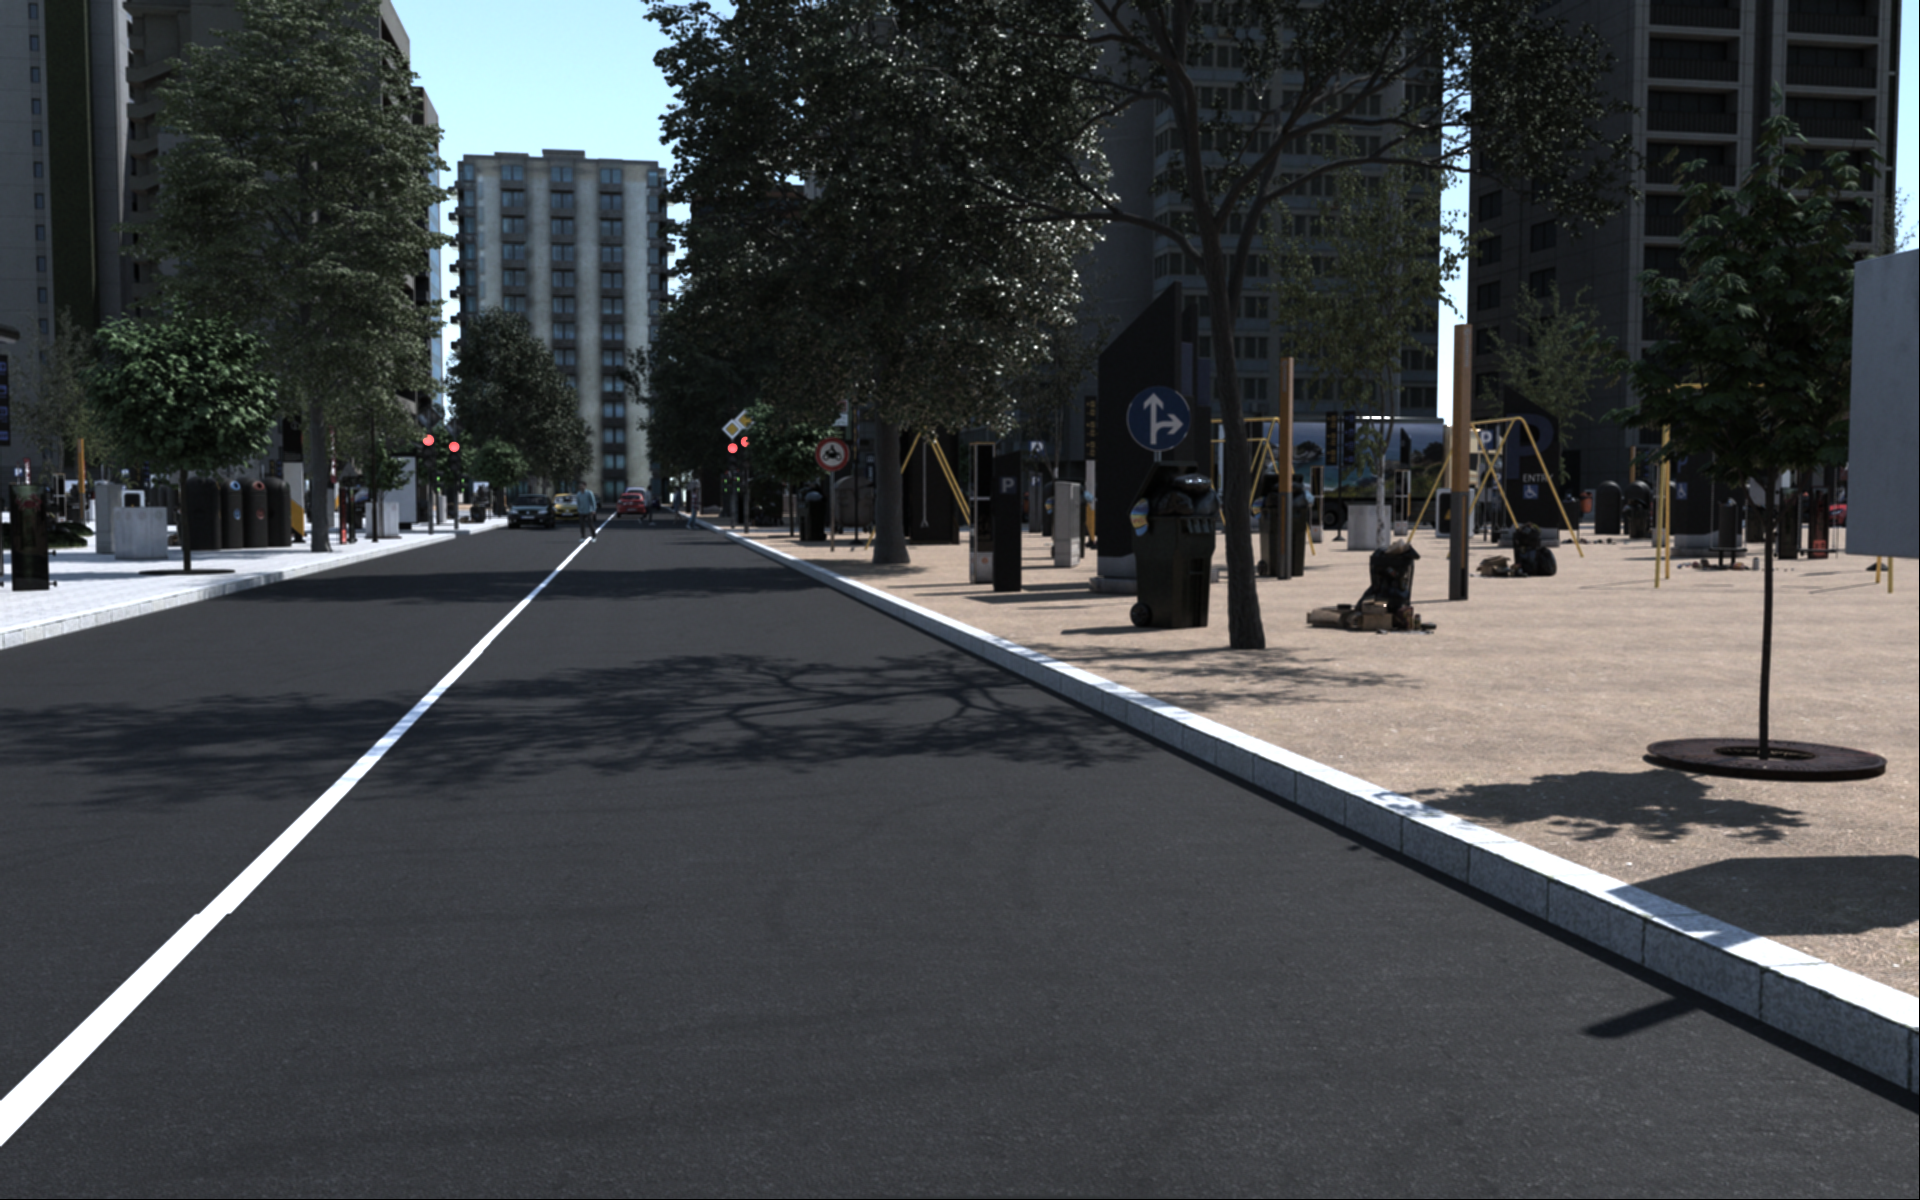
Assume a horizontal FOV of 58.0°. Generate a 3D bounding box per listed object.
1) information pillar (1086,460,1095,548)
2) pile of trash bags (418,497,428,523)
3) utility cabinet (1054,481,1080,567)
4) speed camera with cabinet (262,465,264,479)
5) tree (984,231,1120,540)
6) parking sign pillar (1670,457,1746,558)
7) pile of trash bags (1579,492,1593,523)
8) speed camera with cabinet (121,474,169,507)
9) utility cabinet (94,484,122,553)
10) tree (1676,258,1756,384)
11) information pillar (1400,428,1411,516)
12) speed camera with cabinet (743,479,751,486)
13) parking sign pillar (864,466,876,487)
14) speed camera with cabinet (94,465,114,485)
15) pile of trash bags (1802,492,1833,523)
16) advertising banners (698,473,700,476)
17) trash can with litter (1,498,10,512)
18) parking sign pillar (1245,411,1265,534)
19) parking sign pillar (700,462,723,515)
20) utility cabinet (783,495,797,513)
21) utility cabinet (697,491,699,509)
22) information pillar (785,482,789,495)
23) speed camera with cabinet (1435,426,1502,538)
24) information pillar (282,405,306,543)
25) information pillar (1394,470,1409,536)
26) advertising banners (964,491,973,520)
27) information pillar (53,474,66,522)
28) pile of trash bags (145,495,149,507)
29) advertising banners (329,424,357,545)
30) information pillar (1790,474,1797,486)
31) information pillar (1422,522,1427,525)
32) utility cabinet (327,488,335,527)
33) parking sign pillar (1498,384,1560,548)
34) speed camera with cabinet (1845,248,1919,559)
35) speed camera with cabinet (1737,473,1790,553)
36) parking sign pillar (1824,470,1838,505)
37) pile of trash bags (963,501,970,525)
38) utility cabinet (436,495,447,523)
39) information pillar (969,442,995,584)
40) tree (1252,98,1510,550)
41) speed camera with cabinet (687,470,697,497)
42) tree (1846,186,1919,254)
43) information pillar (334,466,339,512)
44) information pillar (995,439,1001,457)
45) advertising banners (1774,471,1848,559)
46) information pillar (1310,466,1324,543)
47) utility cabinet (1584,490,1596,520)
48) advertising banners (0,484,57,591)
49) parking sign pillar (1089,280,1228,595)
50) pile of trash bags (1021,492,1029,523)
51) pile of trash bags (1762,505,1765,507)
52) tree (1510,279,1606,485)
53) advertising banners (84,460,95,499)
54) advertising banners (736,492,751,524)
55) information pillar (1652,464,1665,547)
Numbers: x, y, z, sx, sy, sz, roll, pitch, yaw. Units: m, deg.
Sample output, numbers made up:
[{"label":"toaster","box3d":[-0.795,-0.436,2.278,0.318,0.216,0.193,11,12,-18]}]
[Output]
[{"label":"information pillar","box3d":[3.140,-3.075,41.626,0.183,3.616,0.504,-1,4,-13]},{"label":"pile of trash bags","box3d":[-24.690,-4.129,77.267,1.912,1.369,3.447,-1,4,-15]},{"label":"utility cabinet","box3d":[1.912,-1.342,30.624,0.318,1.500,1.173,1,4,12]},{"label":"speed camera with cabinet","box3d":[-47.668,-7.529,117.434,0.660,3.252,2.038,-3,5,-40]},{"label":"tree","box3d":[2.454,-5.996,48.403,4.360,8.622,3.978,0,3,0]},{"label":"parking sign pillar","box3d":[15.332,-2.870,35.393,1.447,3.967,1.447,-1,4,-13]},{"label":"pile of trash bags","box3d":[26.560,-4.075,76.373,3.447,1.369,1.912,-2,4,-27]},{"label":"speed camera with cabinet","box3d":[-36.119,-5.033,76.631,2.038,3.252,0.660,-3,5,-40]},{"label":"utility cabinet","box3d":[-18.473,-1.766,37.560,0.318,1.500,1.173,-1,4,-15]},{"label":"tree","box3d":[22.430,-6.088,49.909,4.737,8.622,4.395,0,3,0]},{"label":"information pillar","box3d":[15.642,-4.253,60.890,0.183,3.616,0.504,-2,4,-25]},{"label":"speed camera with cabinet","box3d":[-12.582,-6.981,108.475,2.038,3.252,0.660,1,4,10]},{"label":"parking sign pillar","box3d":[-6.361,-8.256,123.464,1.447,3.967,1.447,-2,4,-30]},{"label":"speed camera with cabinet","box3d":[-64.105,-8.235,128.971,2.038,3.252,0.660,-1,4,-23]},{"label":"pile of trash bags","box3d":[37.818,-4.067,76.246,1.912,1.369,3.447,0,4,-4]},{"label":"advertising banners","box3d":[-20.054,-8.740,139.079,2.074,3.025,0.090,-1,4,-19]},{"label":"trash can with litter","box3d":[-69.239,-6.977,125.459,1.055,1.170,0.624,-2,4,-35]},{"label":"parking sign pillar","box3d":[9.305,-4.178,56.788,1.447,3.967,1.447,2,4,24]},{"label":"parking sign pillar","box3d":[-15.483,-7.308,107.965,1.447,3.967,1.447,1,4,9]},{"label":"utility cabinet","box3d":[-11.679,-6.576,118.676,1.020,1.237,0.306,-2,4,-24]},{"label":"utility cabinet","box3d":[-20.389,-7.780,135.877,0.318,1.500,1.173,1,4,23]},{"label":"information pillar","box3d":[-12.852,-8.418,128.993,0.183,3.616,0.504,-3,5,-41]},{"label":"speed camera with cabinet","box3d":[14.937,-3.437,50.533,0.660,3.252,2.038,-3,5,-45]},{"label":"information pillar","box3d":[-17.445,-3.302,45.350,0.504,3.616,0.183,-1,4,-9]},{"label":"information pillar","box3d":[13.525,-2.972,53.087,0.304,2.012,0.304,-3,5,-42]},{"label":"advertising banners","box3d":[-0.244,-5.376,84.084,2.074,3.025,0.090,-2,4,-25]},{"label":"information pillar","box3d":[-32.539,-3.553,62.585,0.304,2.012,0.304,3,4,36]},{"label":"pile of trash bags","box3d":[-54.110,-6.422,114.758,3.447,1.369,1.912,0,4,-5]},{"label":"advertising banners","box3d":[-15.734,-2.932,44.131,0.090,3.025,2.074,0,4,-3]},{"label":"information pillar","box3d":[21.285,-2.452,44.583,0.304,2.012,0.304,-1,4,-14]},{"label":"information pillar","box3d":[19.047,-4.864,70.889,0.183,3.616,0.504,1,4,15]},{"label":"utility cabinet","box3d":[-24.316,-3.546,66.650,0.318,1.500,1.173,-2,4,-29]},{"label":"parking sign pillar","box3d":[13.838,-3.275,42.018,1.447,3.967,1.447,1,4,14]},{"label":"speed camera with cabinet","box3d":[4.369,-0.733,6.321,2.038,3.252,0.660,0,4,-5]},{"label":"speed camera with cabinet","box3d":[17.006,-2.665,37.902,2.038,3.252,0.660,3,5,43]},{"label":"parking sign pillar","box3d":[40.908,-5.684,81.400,1.447,3.967,1.447,1,4,20]},{"label":"pile of trash bags","box3d":[-1.339,-3.805,71.957,3.447,1.369,1.912,0,4,-6]},{"label":"utility cabinet","box3d":[-22.936,-4.004,76.630,0.306,1.237,1.020,0,4,-7]},{"label":"information pillar","box3d":[0.317,-1.238,24.739,0.304,2.012,0.304,-1,4,-15]},{"label":"tree","box3d":[7.514,-4.978,31.755,4.737,8.622,4.395,0,3,0]},{"label":"speed camera with cabinet","box3d":[-17.697,-7.614,118.820,2.038,3.252,0.660,-1,4,-10]},{"label":"tree","box3d":[22.694,-5.560,41.275,4.360,8.622,3.978,0,3,0]},{"label":"information pillar","box3d":[-44.213,-8.041,122.829,0.183,3.616,0.504,0,4,7]},{"label":"information pillar","box3d":[1.537,-5.052,73.958,0.504,3.616,0.183,-1,4,-14]},{"label":"advertising banners","box3d":[16.993,-2.329,34.265,2.074,3.025,0.090,-1,4,-19]},{"label":"information pillar","box3d":[9.354,-2.502,45.404,0.304,2.012,0.304,1,4,21]},{"label":"utility cabinet","box3d":[31.425,-4.696,85.458,1.173,1.500,0.318,2,4,35]},{"label":"advertising banners","box3d":[-12.825,-1.603,22.389,0.090,3.025,2.074,3,5,41]},{"label":"parking sign pillar","box3d":[2.412,-2.084,22.552,1.447,3.967,1.447,-3,5,-43]},{"label":"pile of trash bags","box3d":[2.685,-4.050,75.963,1.912,1.369,3.447,-1,4,-10]},{"label":"pile of trash bags","box3d":[34.566,-4.093,76.678,1.912,1.369,3.447,3,5,40]},{"label":"tree","box3d":[19.911,-6.624,58.666,4.737,8.622,4.395,0,3,0]},{"label":"advertising banners","box3d":[-44.214,-5.641,88.418,0.090,3.025,2.074,1,4,14]},{"label":"advertising banners","box3d":[-8.761,-4.828,75.119,2.074,3.025,0.090,-2,4,-32]},{"label":"information pillar","box3d":[16.910,-2.281,41.782,0.304,2.012,0.304,0,4,4]}]
